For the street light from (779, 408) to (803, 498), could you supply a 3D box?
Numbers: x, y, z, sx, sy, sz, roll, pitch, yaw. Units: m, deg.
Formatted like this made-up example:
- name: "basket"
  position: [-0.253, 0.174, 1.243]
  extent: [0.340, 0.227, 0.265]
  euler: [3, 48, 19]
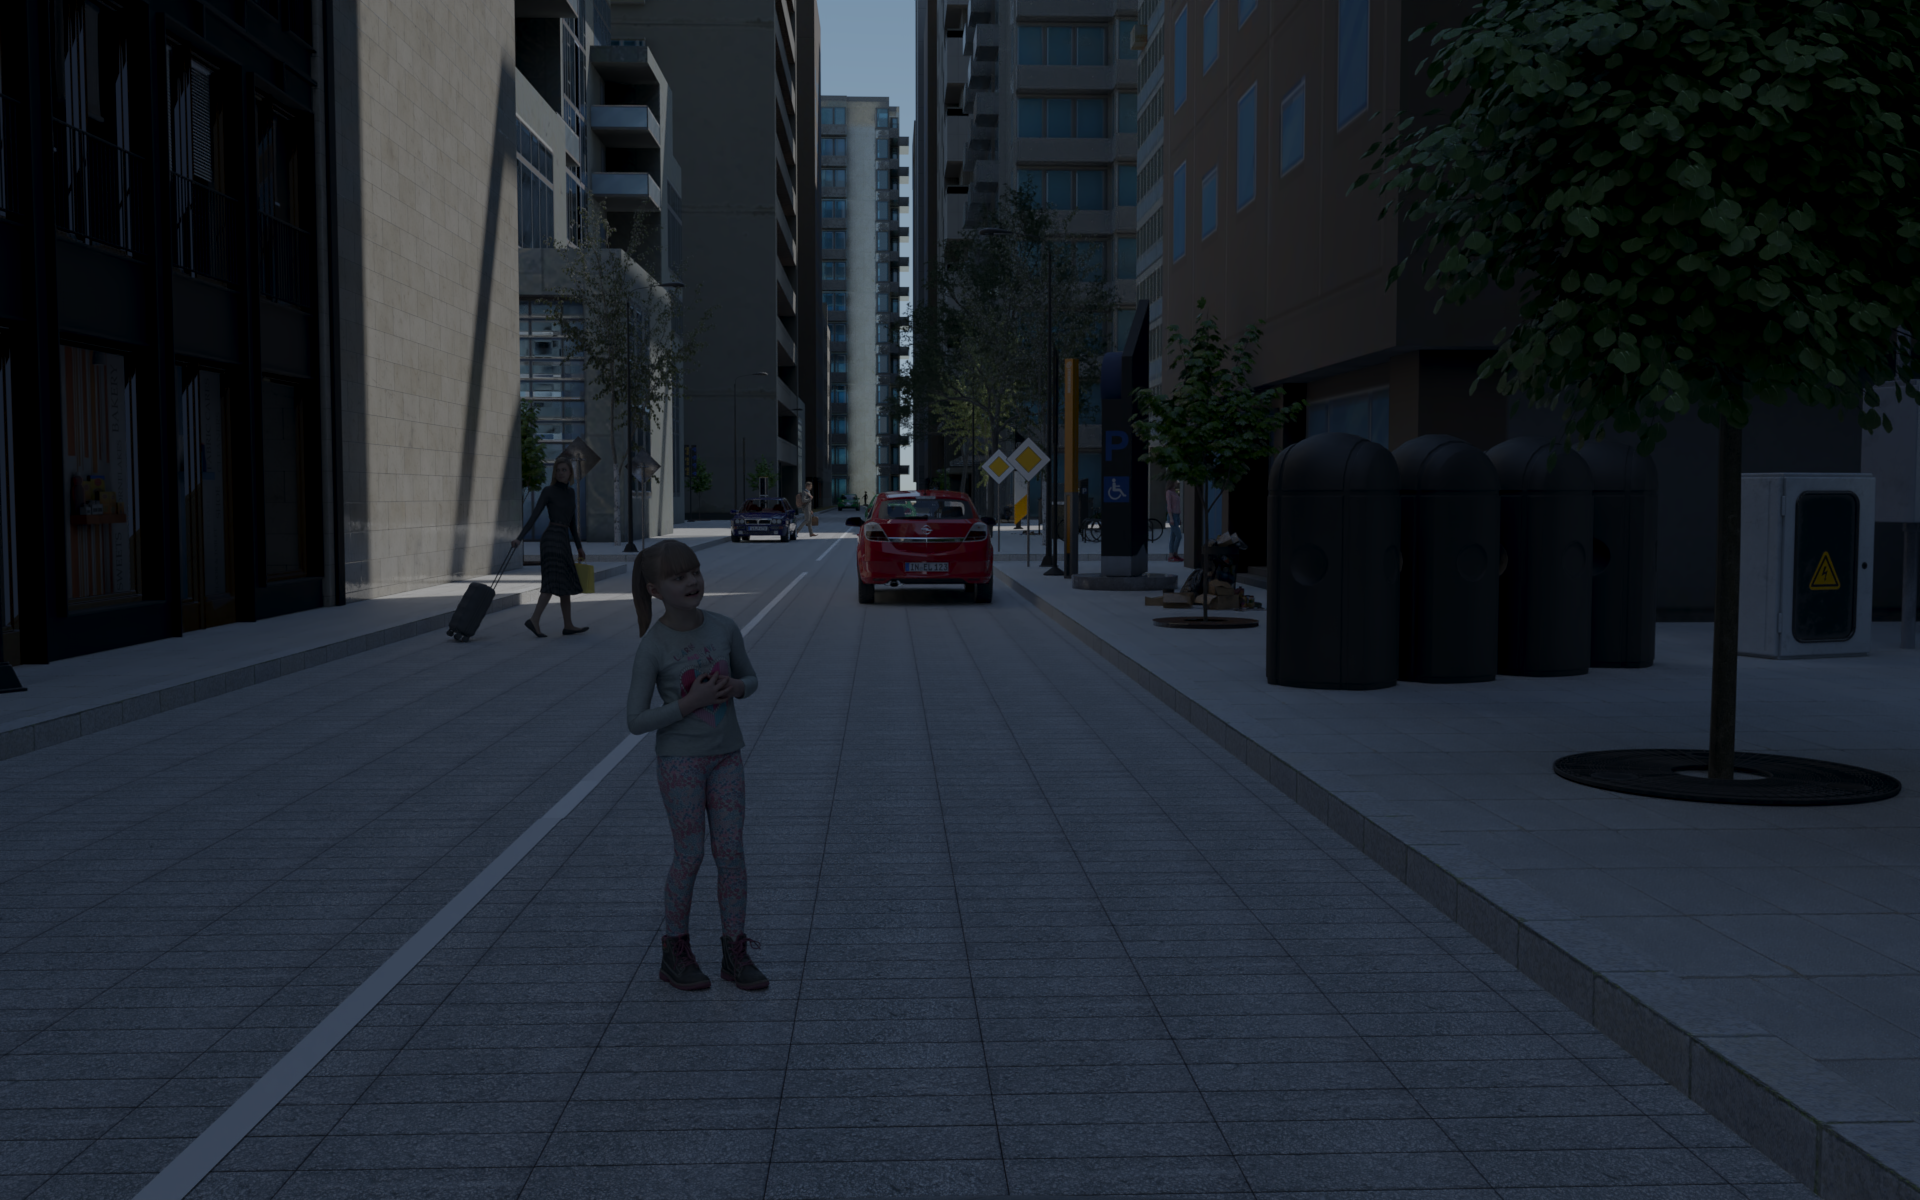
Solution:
- name: "street light"
  position: [-9.216, -7.425, 93.939]
  extent: [1.470, 5.913, 1.316]
  euler: [0, 4, -2]

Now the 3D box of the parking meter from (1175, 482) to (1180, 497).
- name: "parking meter"
  position: [9.082, -4.104, 72.812]
  extent: [0.255, 1.863, 0.399]
  euler: [0, 4, -8]

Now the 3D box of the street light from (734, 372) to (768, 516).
- name: "street light"
  position: [-8.045, -5.730, 66.229]
  extent: [1.470, 5.913, 1.316]
  euler: [0, 4, -2]

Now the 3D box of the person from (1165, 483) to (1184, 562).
- name: "person"
  position: [4.508, -1.711, 36.482]
  extent: [0.388, 1.821, 0.555]
  euler: [1, 4, 14]

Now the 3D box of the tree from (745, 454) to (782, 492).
- name: "tree"
  position: [-9.508, -5.398, 82.856]
  extent: [1.663, 3.219, 1.824]
  euler: [0, 3, 0]

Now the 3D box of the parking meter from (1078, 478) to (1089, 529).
- name: "parking meter"
  position: [4.439, -3.494, 62.842]
  extent: [0.399, 1.863, 0.255]
  euler: [-2, 4, -25]

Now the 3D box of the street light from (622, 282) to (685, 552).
- name: "street light"
  position: [-6.724, -4.007, 38.048]
  extent: [1.470, 5.913, 1.316]
  euler: [0, 4, -2]

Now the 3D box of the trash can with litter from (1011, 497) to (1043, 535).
- name: "trash can with litter"
  position: [2.490, -2.650, 54.390]
  extent: [1.678, 1.210, 2.233]
  euler: [-2, 4, -35]

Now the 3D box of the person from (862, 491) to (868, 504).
- name: "person"
  position: [-9.764, -10.297, 177.681]
  extent: [0.721, 1.723, 1.217]
  euler: [2, 4, 25]

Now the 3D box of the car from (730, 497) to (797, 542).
- name: "car"
  position: [-5.927, -2.444, 52.540]
  extent: [1.945, 1.354, 3.894]
  euler: [0, 4, -1]

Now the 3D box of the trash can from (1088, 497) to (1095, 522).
- name: "trash can"
  position: [5.669, -4.037, 77.659]
  extent: [0.748, 1.137, 0.748]
  euler: [0, 3, 0]

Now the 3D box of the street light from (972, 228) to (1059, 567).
- name: "street light"
  position: [1.029, -3.539, 30.412]
  extent: [1.470, 5.913, 1.316]
  euler: [0, 4, -2]

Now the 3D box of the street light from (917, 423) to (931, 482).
- name: "street light"
  position: [-1.263, -6.906, 85.459]
  extent: [1.470, 5.913, 1.316]
  euler: [0, 4, -2]

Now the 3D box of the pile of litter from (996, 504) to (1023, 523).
- name: "pile of litter"
  position: [2.105, -3.795, 76.011]
  extent: [1.719, 0.858, 1.176]
  euler: [2, 4, 28]

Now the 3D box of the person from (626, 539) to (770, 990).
- name: "person"
  position: [-0.739, 0.473, 5.040]
  extent: [0.394, 1.301, 0.425]
  euler: [3, 4, 37]

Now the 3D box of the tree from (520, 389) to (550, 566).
- name: "tree"
  position: [-7.907, -2.253, 31.434]
  extent: [1.663, 3.219, 1.824]
  euler: [0, 3, 0]

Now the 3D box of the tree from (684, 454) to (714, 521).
- name: "tree"
  position: [-12.653, -5.420, 83.213]
  extent: [1.663, 3.219, 1.824]
  euler: [0, 3, 0]

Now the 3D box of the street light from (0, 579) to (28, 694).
- name: "street light"
  position: [-5.712, -2.356, 11.067]
  extent: [1.470, 5.913, 1.316]
  euler: [0, 4, -2]

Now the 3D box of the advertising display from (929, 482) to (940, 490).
- name: "advertising display"
  position: [-1.338, -5.227, 90.673]
  extent: [0.123, 1.923, 0.974]
  euler: [-2, 4, -29]

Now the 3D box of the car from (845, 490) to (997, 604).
- name: "car"
  position: [-0.530, -0.925, 24.171]
  extent: [2.155, 1.783, 4.494]
  euler: [0, 4, -3]

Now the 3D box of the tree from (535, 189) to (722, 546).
- name: "tree"
  position: [-8.267, -5.651, 42.756]
  extent: [4.360, 8.622, 3.978]
  euler: [0, 3, 0]

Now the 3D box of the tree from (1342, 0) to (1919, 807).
- name: "tree"
  position: [3.366, -1.469, 7.726]
  extent: [4.285, 4.588, 4.351]
  euler: [0, 3, 0]

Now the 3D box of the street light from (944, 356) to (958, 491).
- name: "street light"
  position: [-0.104, -5.181, 57.248]
  extent: [1.470, 5.913, 1.316]
  euler: [0, 4, -2]

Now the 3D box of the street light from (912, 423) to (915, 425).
- name: "street light"
  position: [-2.460, -8.620, 113.483]
  extent: [1.470, 5.913, 1.316]
  euler: [0, 4, -2]

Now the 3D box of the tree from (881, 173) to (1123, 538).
- name: "tree"
  position: [1.134, -7.086, 50.271]
  extent: [7.601, 10.594, 8.767]
  euler: [1, 4, 18]

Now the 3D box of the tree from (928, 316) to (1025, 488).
- name: "tree"
  position: [0.900, -7.239, 68.715]
  extent: [4.737, 8.622, 4.395]
  euler: [0, 3, 0]

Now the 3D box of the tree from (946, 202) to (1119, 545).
- name: "tree"
  position: [1.887, -5.664, 42.969]
  extent: [4.360, 8.622, 3.978]
  euler: [0, 3, 0]

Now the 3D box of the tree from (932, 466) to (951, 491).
- name: "tree"
  position: [-1.034, -7.501, 117.238]
  extent: [1.663, 3.219, 1.824]
  euler: [0, 3, 0]

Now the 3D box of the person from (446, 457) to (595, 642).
- name: "person"
  position: [-4.362, -0.524, 17.278]
  extent: [1.509, 1.804, 0.699]
  euler: [-2, 4, -30]

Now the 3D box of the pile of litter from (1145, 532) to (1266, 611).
- name: "pile of litter"
  position: [2.804, -0.345, 19.612]
  extent: [1.176, 0.858, 1.719]
  euler: [-1, 4, -23]

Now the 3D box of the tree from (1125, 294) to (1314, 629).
- name: "tree"
  position: [2.352, -1.368, 16.968]
  extent: [1.663, 3.219, 1.824]
  euler: [0, 3, 0]

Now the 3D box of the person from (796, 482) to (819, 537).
- name: "person"
  position: [-5.128, -3.014, 57.743]
  extent: [0.822, 1.834, 0.622]
  euler: [0, 4, -5]
